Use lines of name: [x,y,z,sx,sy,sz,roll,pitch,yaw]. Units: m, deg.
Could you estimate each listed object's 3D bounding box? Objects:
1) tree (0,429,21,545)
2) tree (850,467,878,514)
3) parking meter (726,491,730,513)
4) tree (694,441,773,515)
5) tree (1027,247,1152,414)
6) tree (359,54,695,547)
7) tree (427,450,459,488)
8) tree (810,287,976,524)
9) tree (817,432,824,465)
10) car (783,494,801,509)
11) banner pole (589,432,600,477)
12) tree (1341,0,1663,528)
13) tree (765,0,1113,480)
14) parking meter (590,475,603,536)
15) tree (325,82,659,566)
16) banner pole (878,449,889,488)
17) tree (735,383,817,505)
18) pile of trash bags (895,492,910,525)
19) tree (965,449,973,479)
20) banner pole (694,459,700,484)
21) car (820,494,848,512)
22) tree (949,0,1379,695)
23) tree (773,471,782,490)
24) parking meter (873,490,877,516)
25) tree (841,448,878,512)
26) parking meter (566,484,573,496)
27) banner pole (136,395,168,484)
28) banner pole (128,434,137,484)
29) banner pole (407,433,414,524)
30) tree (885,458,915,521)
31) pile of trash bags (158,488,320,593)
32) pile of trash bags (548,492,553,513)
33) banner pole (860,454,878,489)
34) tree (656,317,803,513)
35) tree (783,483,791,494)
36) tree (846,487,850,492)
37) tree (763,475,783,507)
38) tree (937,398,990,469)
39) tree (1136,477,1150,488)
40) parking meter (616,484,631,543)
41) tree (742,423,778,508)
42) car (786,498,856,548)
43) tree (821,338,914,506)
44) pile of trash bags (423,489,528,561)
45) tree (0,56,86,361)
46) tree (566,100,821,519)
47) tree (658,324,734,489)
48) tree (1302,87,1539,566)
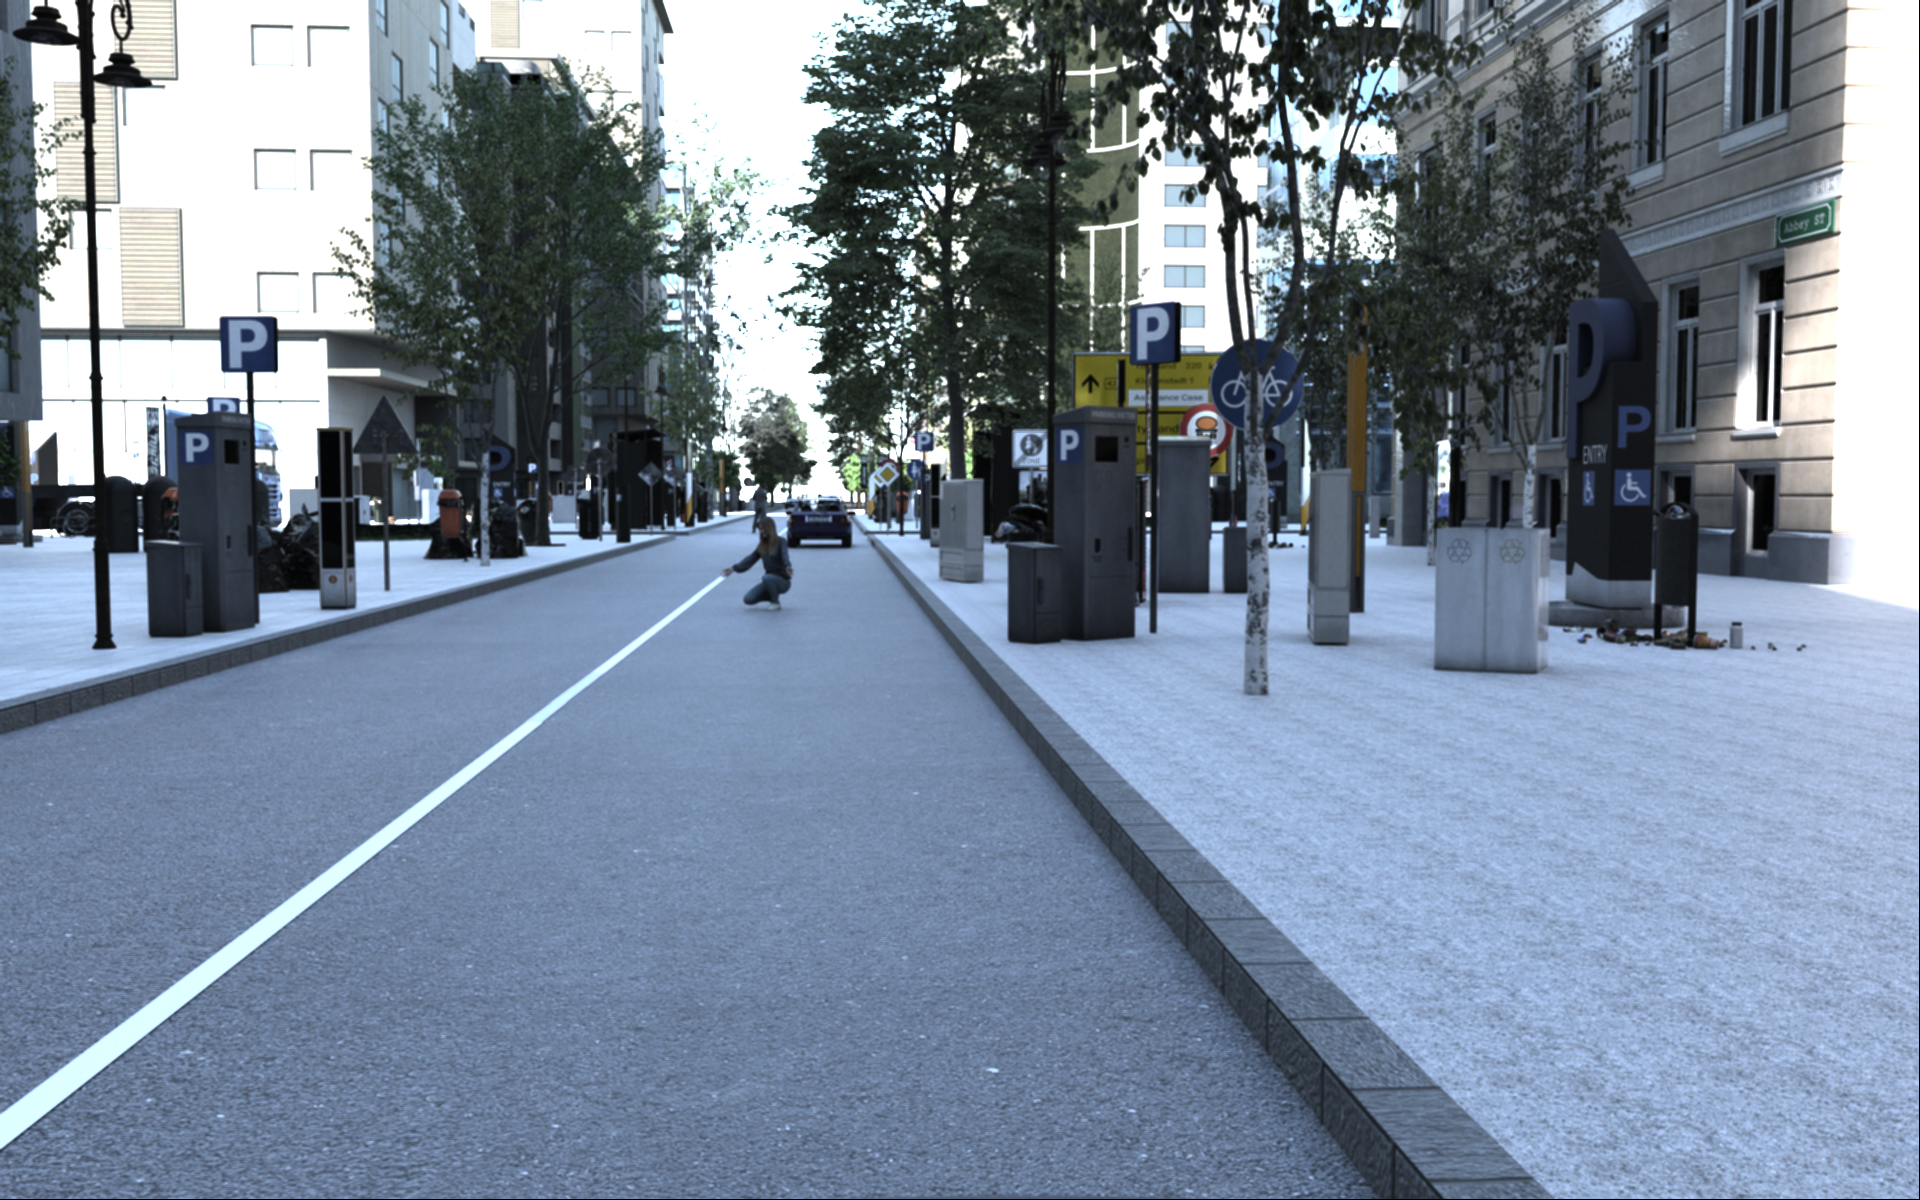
tree: [-24.559,-3.034,44.205,1.663,3.219,1.824,0,3,0]
tree: [-5.615,-7.063,110.083,1.663,3.219,1.824,0,3,0]
parking meter: [-15.825,-6.669,117.456,0.372,1.533,0.369,0,3,0]
tree: [-14.875,-7.574,107.542,4.285,4.588,4.351,0,3,0]
tree: [3.960,-6.230,52.215,4.737,8.622,4.395,0,3,0]
tree: [-10.341,-7.122,42.208,9.928,11.665,9.643,0,3,0]
tree: [-23.308,-5.029,76.822,1.663,3.219,1.824,0,3,0]
tree: [-2.820,-8.591,74.868,8.767,10.594,7.601,1,4,21]
tree: [-25.807,-21.827,263.532,9.857,13.997,8.962,0,3,0]
car: [-15.876,-9.534,165.674,2.009,1.686,4.222,0,4,-5]
banner pole: [-14.711,-4.873,69.697,0.863,3.779,0.401,3,5,42]
tree: [8.383,-4.611,25.752,4.360,8.622,3.978,0,3,0]
tree: [-0.354,-7.145,34.950,7.486,12.596,7.792,0,3,0]
parking meter: [-11.098,-2.888,52.927,0.399,1.863,0.255,-1,4,-14]
tree: [-8.682,-4.921,30.816,4.737,8.622,4.395,0,3,0]
banner pole: [-4.187,-6.493,96.172,0.863,3.779,0.401,-1,4,-9]
tree: [-21.727,-17.922,199.674,9.857,13.997,8.962,0,3,0]
pile of trash bags: [-0.998,-3.802,71.916,3.447,1.369,1.912,-1,4,-10]
tree: [1.088,-7.814,111.469,4.285,4.588,4.351,0,3,0]
banner pole: [-17.367,-7.633,114.812,0.863,3.779,0.401,0,4,6]
car: [-7.443,-5.531,100.214,2.009,1.686,4.222,0,4,-5]
tree: [1.793,-3.687,10.650,4.360,8.622,3.978,0,3,0]
tree: [-21.102,-12.489,187.909,4.285,4.588,4.351,0,3,0]
parking meter: [-4.945,-5.753,102.478,0.372,1.533,0.369,0,3,0]
tree: [-6.758,-8.531,123.191,4.285,4.588,4.351,0,3,0]
parking meter: [-22.179,-5.669,98.405,0.399,1.863,0.255,-1,4,-18]
banner pole: [-20.249,-3.289,43.792,0.401,3.779,0.863,1,4,19]
banner pole: [-34.088,-4.985,71.524,0.863,3.779,0.401,2,4,33]
banner pole: [-22.445,-4.936,70.717,0.401,3.779,0.863,0,4,4]
tree: [-2.804,-5.428,83.353,1.663,3.219,1.824,0,3,0]
pile of trash bags: [-10.040,-0.857,23.760,3.447,1.369,1.912,3,5,40]
pile of trash bags: [-18.809,-3.840,72.538,3.447,1.369,1.912,-1,4,-8]
banner pole: [-5.164,-6.471,95.810,0.863,3.779,0.401,-3,4,-36]
tree: [-16.086,-12.835,120.216,12.009,13.543,11.850,0,3,0]
tree: [-25.100,-15.359,245.715,1.663,3.219,1.824,0,3,0]
tree: [-13.435,-13.770,219.739,1.663,3.219,1.824,0,3,0]
tree: [-19.357,-11.110,176.243,1.663,3.219,1.824,0,3,0]
tree: [0.281,-10.254,118.018,4.737,8.622,4.395,0,3,0]
tree: [8.737,-5.567,85.614,1.663,3.219,1.824,0,3,0]
parking meter: [-8.920,-2.291,45.866,0.372,1.533,0.369,0,3,0]
tree: [-17.919,-12.779,159.292,4.360,8.622,3.978,0,3,0]
car: [-3.845,-2.150,47.732,1.945,1.354,3.894,0,4,-3]
tree: [-10.185,-20.248,186.943,12.611,20.169,13.585,0,3,0]
pile of trash bags: [-9.746,-1.508,34.404,1.912,1.369,3.447,0,4,-3]
tree: [-16.577,-4.786,28.614,4.737,8.622,4.395,0,3,0]
tree: [-13.478,-14.088,86.229,12.611,20.169,13.585,0,3,0]
tree: [-11.777,-7.601,74.642,4.737,8.622,4.395,0,3,0]
tree: [8.220,-4.923,30.856,4.737,8.622,4.395,0,3,0]
